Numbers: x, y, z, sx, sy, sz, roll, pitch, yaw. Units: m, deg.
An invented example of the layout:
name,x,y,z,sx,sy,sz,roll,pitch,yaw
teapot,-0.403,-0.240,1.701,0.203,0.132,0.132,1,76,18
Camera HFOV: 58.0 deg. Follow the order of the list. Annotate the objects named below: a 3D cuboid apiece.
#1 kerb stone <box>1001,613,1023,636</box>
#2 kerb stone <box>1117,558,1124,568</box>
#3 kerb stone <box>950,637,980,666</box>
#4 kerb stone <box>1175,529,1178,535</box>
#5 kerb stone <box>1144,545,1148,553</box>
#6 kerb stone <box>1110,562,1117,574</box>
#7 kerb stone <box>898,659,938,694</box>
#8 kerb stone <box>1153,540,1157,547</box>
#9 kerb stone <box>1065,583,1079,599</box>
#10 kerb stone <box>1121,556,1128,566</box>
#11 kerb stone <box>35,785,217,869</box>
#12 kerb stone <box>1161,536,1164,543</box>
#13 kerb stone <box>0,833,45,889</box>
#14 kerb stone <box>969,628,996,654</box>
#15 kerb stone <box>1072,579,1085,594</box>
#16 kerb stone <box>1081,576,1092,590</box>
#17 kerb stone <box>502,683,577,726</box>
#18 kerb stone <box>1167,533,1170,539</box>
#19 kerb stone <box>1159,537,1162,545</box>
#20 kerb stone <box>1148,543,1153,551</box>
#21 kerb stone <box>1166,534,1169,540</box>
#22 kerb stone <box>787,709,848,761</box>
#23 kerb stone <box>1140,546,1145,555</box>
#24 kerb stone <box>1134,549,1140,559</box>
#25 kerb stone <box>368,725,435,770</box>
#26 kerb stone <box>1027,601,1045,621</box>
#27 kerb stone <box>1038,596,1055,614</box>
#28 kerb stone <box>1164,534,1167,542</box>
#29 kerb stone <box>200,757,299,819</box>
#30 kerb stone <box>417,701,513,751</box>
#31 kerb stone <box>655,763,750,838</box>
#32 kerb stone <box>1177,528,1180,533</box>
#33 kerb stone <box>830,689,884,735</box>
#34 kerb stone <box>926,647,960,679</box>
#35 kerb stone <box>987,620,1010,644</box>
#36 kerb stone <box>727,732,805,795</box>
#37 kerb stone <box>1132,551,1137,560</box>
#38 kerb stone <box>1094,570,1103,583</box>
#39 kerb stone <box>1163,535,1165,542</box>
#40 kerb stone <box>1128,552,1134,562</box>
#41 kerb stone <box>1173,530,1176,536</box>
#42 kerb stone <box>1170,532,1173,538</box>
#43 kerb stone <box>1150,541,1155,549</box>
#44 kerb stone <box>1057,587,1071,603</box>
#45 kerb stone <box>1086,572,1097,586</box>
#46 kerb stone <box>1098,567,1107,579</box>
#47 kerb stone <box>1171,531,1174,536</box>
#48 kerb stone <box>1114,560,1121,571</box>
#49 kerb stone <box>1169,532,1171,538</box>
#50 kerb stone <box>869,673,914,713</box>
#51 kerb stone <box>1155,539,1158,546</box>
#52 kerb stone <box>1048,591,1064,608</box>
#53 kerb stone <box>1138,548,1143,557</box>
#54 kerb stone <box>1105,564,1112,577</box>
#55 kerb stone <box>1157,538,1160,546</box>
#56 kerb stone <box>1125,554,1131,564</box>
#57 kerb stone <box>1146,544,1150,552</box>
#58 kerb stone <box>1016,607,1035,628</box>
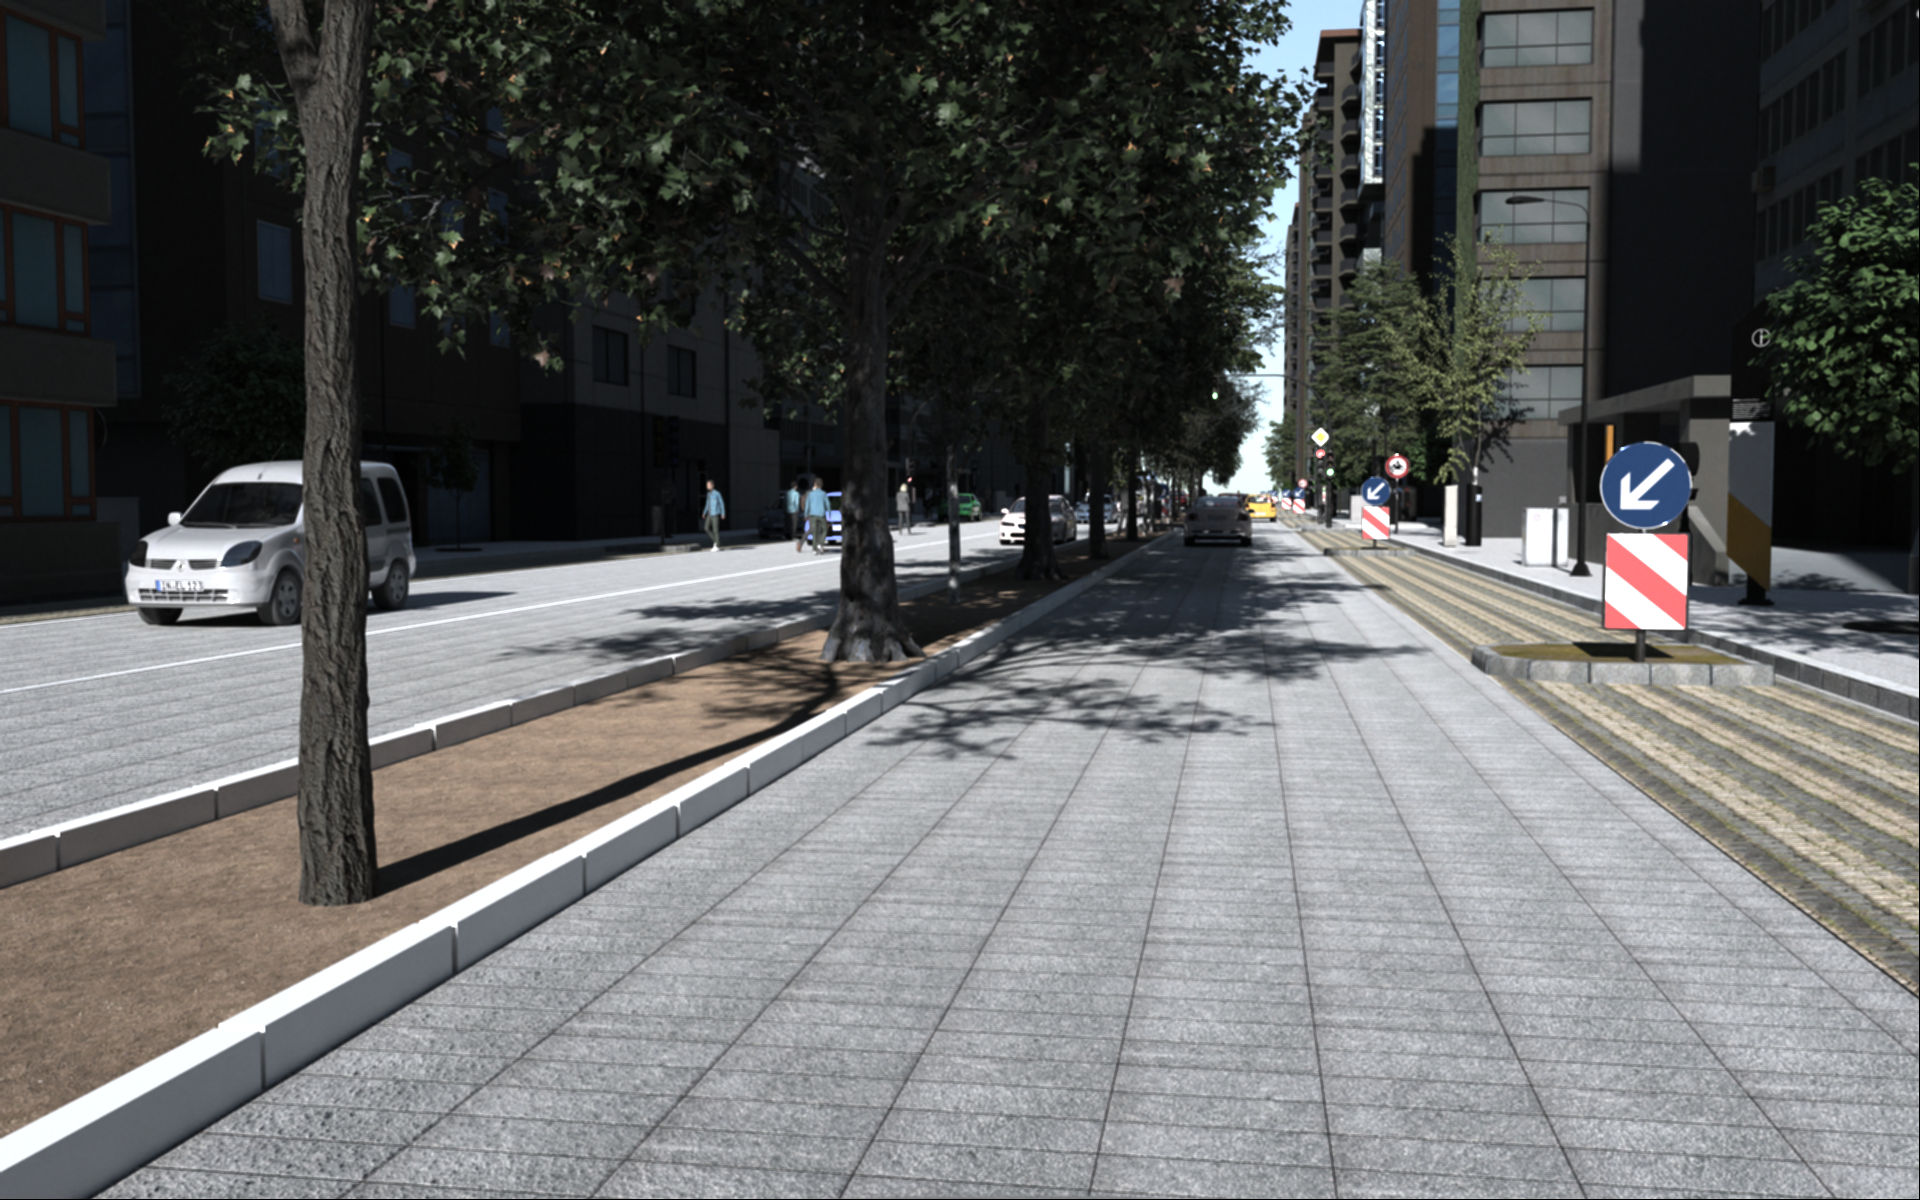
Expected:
name,x,y,z,sx,sy,sz,roll,pitch,yaw
kerb stone,0.501,0.267,17.836,0.120,0.150,1.000,1,4,9
kerb stone,2.991,-0.660,33.024,0.120,0.150,1.000,1,4,9
kerb stone,0.011,0.453,14.800,0.120,0.150,1.000,1,4,9
kerb stone,7.295,-2.266,59.356,0.120,0.150,1.000,1,4,9
kerb stone,4.314,-1.157,41.118,0.120,0.150,1.000,1,4,9
kerb stone,2.663,-0.532,30.989,0.120,0.150,1.000,1,4,9
kerb stone,-0.329,0.576,12.777,0.120,0.150,1.000,1,4,9
kerb stone,4.975,-1.405,45.172,0.120,0.150,1.000,1,4,9
kerb stone,1.497,-0.104,23.909,0.120,0.150,1.000,1,4,9
kerb stone,3.150,-0.724,34.034,0.120,0.150,1.000,1,4,9
kerb stone,-3.391,0.926,7.070,0.120,0.150,1.000,1,4,9
kerb stone,5.645,-1.653,49.221,0.120,0.150,1.000,1,4,9
kerb stone,-3.552,0.988,6.054,0.120,0.150,1.000,1,4,9
kerb stone,0.175,0.391,15.809,0.120,0.150,1.000,1,4,9
kerb stone,1.658,-0.167,24.929,0.120,0.150,1.000,1,4,9
kerb stone,1.831,-0.229,25.939,0.120,0.150,1.000,1,4,9
kerb stone,-2.724,0.678,11.114,0.120,0.150,1.000,1,4,9
kerb stone,6.300,-1.901,53.277,0.120,0.150,1.000,1,4,9
kerb stone,5.470,-1.590,48.213,0.120,0.150,1.000,1,4,9
kerb stone,4.646,-1.278,43.141,0.120,0.150,1.000,1,4,9
kerb stone,6.140,-1.835,52.260,0.120,0.150,1.000,1,4,9
kerb stone,-0.819,0.766,9.740,0.120,0.150,1.000,1,4,9
kerb stone,4.146,-1.095,40.106,0.120,0.150,1.000,1,4,9
kerb stone,3.819,-0.964,38.081,0.120,0.150,1.000,1,4,9
kerb stone,-3.060,0.811,9.098,0.120,0.150,1.000,1,4,9
kerb stone,0.833,0.145,19.854,0.120,0.150,1.000,1,4,9
kerb stone,1.000,0.083,20.877,0.120,0.150,1.000,1,4,9
kerb stone,5.973,-1.777,51.252,0.120,0.150,1.000,1,4,9
kerb stone,-3.224,0.864,8.079,0.120,0.150,1.000,1,4,9
kerb stone,-2.887,0.740,10.104,0.120,0.150,1.000,1,4,9
kerb stone,-1.147,0.889,7.719,0.120,0.150,1.000,1,4,9
kerb stone,7.625,-2.392,61.375,0.120,0.150,1.000,1,4,9
kerb stone,-0.652,0.700,10.748,0.120,0.150,1.000,1,4,9
kerb stone,-0.160,0.514,13.787,0.120,0.150,1.000,1,4,9
kerb stone,0.338,0.332,16.818,0.120,0.150,1.000,1,4,9
kerb stone,-0.979,0.824,8.730,0.120,0.150,1.000,1,4,9
kerb stone,3.645,-0.910,37.073,0.120,0.150,1.000,1,4,9
kerb stone,2.161,-0.352,27.958,0.120,0.150,1.000,1,4,9
kerb stone,5.802,-1.715,50.232,0.120,0.150,1.000,1,4,9
kerb stone,3.478,-0.848,36.054,0.120,0.150,1.000,1,4,9
kerb stone,6.971,-2.149,57.334,0.120,0.150,1.000,1,4,9
kerb stone,6.633,-2.025,55.310,0.120,0.150,1.000,1,4,9
kerb stone,4.813,-1.343,44.149,0.120,0.150,1.000,1,4,9
kerb stone,1.329,-0.042,22.901,0.120,0.150,1.000,1,4,9
kerb stone,1.994,-0.291,26.948,0.120,0.150,1.000,1,4,9
kerb stone,2.322,-0.414,28.969,0.120,0.150,1.000,1,4,9
kerb stone,6.801,-2.087,56.326,0.120,0.150,1.000,1,4,9
kerb stone,2.825,-0.600,31.998,0.120,0.150,1.000,1,4,9
kerb stone,6.458,-1.961,54.295,0.120,0.150,1.000,1,4,9
kerb stone,-0.484,0.638,11.761,0.120,0.150,1.000,1,4,9
kerb stone,5.139,-1.460,46.189,0.120,0.150,1.000,1,4,9
kerb stone,1.166,0.019,21.891,0.120,0.150,1.000,1,4,9
kerb stone,3.980,-1.034,39.097,0.120,0.150,1.000,1,4,9
kerb stone,2.493,-0.475,29.980,0.120,0.150,1.000,1,4,9
kerb stone,5.306,-1.528,47.204,0.120,0.150,1.000,1,4,9
kerb stone,3.321,-0.784,35.042,0.120,0.150,1.000,1,4,9
kerb stone,4.472,-1.219,42.133,0.120,0.150,1.000,1,4,9
kerb stone,0.670,0.209,18.845,0.120,0.150,1.000,1,4,9
